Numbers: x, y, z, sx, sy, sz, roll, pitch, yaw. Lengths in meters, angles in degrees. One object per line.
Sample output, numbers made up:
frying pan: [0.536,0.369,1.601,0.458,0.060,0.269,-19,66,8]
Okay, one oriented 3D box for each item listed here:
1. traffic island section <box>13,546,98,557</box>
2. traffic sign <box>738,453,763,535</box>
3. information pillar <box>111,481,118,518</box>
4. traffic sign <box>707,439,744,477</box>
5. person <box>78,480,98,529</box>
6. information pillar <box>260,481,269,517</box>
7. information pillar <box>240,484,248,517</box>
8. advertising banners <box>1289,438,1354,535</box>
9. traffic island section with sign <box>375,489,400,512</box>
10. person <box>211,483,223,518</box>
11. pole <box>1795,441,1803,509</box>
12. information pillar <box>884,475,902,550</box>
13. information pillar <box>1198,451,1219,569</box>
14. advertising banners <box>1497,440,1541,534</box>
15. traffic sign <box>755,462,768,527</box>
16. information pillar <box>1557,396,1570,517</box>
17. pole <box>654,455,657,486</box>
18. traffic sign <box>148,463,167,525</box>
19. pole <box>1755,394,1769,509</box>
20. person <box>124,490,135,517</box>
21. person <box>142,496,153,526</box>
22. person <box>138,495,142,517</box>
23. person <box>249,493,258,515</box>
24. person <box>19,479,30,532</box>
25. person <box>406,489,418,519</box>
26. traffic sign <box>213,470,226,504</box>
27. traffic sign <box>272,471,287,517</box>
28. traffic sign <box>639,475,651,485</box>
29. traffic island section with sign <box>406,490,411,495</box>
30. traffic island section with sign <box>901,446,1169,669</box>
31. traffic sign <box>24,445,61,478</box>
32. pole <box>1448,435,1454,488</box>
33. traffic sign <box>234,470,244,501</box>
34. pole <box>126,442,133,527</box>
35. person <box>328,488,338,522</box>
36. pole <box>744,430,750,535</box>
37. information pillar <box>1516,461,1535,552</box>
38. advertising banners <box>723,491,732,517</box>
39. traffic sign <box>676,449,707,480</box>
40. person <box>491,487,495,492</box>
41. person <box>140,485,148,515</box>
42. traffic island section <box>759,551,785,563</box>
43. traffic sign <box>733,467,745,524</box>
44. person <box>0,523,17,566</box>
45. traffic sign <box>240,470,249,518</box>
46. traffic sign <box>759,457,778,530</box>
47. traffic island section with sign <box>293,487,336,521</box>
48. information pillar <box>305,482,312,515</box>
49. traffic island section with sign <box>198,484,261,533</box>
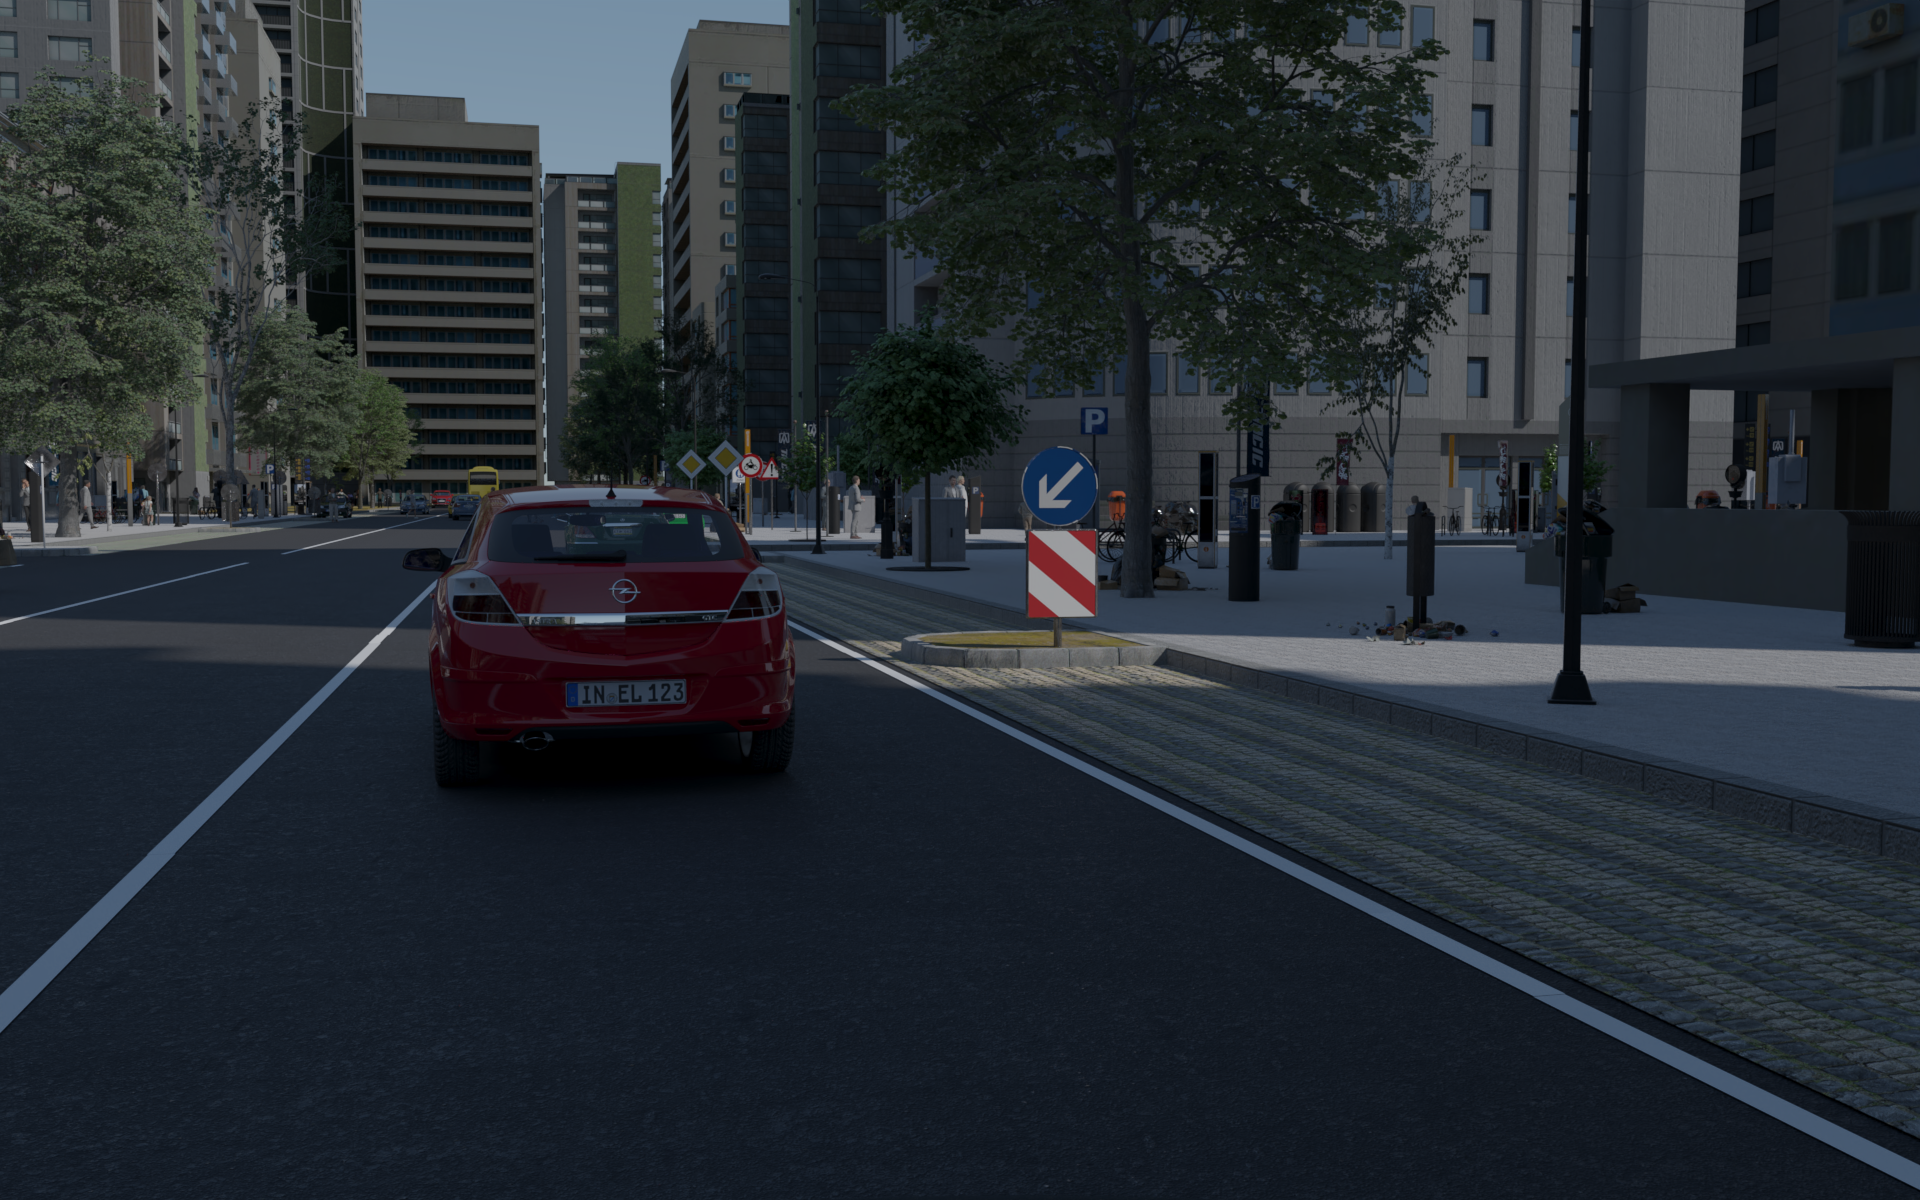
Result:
traffic island section: [-21.777,-1.153,41.132,2.009,0.180,2.903,-1,4,-14]
traffic sign: [-6.532,-3.301,54.075,0.768,2.556,0.104,-1,4,-12]
information pillar: [-45.967,-5.482,94.123,0.304,2.012,0.304,-2,4,-33]
traffic sign: [-4.974,-2.129,37.001,0.795,2.593,0.064,-1,4,-14]
person: [-31.964,-3.485,63.289,0.678,1.792,0.850,3,5,41]
information pillar: [-39.586,-5.756,98.596,0.304,2.012,0.304,2,4,26]
information pillar: [-41.000,-5.790,99.163,0.304,2.012,0.304,-3,4,-37]
advertising banners: [11.279,-3.556,54.324,2.074,3.025,0.090,0,4,4]
traffic island section with sign: [-46.225,-8.042,140.117,1.989,1.847,2.006,-1,4,-14]
person: [-40.611,-5.463,94.732,0.474,1.900,0.648,3,5,44]
pole: [31.963,-4.414,66.011,0.158,3.312,0.155,0,3,0]
information pillar: [-1.480,-2.063,38.224,0.304,2.012,0.304,1,4,18]
information pillar: [4.267,-1.547,29.778,0.304,2.012,0.304,1,4,19]
advertising banners: [18.209,-3.688,56.486,2.074,3.025,0.090,-2,4,-31]
traffic sign: [-7.746,-4.156,68.058,0.768,2.556,0.104,-1,4,-10]
information pillar: [13.323,-2.846,37.879,0.183,3.616,0.504,-3,4,-39]
pole: [-15.988,-5.939,90.953,0.158,3.312,0.155,0,3,0]
traffic sign: [-33.032,-4.354,71.298,0.768,2.556,0.104,0,4,-7]
pole: [16.423,-2.548,35.504,0.158,3.312,0.155,0,3,0]
person: [-42.733,-5.073,89.008,0.620,1.820,0.660,0,4,4]
person: [-32.447,-3.553,69.145,0.505,1.210,0.382,0,4,4]
person: [-44.930,-5.154,94.982,0.373,1.253,0.362,-2,4,-32]
person: [-43.714,-6.194,107.271,0.622,1.834,0.822,1,4,14]
person: [-31.694,-3.229,59.023,0.592,1.802,0.473,-1,4,-13]
person: [-32.035,-5.628,101.274,0.466,1.731,0.760,3,4,36]
traffic sign: [-39.043,-5.589,91.489,0.768,2.556,0.104,-1,4,-10]
traffic sign: [-37.552,-5.841,95.598,0.768,2.556,0.104,0,4,-7]
traffic sign: [-21.286,-7.160,117.175,0.768,2.556,0.104,0,4,-8]
traffic island section with sign: [-52.758,-9.642,166.272,1.989,1.847,2.006,-1,4,-14]
traffic island section with sign: [0.545,-0.397,15.112,1.989,1.847,2.006,-1,4,-14]
traffic sign: [-21.756,-2.378,41.070,0.795,2.593,0.064,-1,4,-14]
pole: [17.024,-4.049,60.051,0.158,3.312,0.155,0,3,0]
traffic sign: [-37.888,-5.538,90.647,0.768,2.556,0.104,-1,4,-11]
pole: [-32.764,-4.555,68.314,0.158,3.312,0.155,0,3,0]
person: [-31.725,-4.810,87.690,0.519,1.759,0.362,-3,4,-36]
pole: [-6.735,-3.735,54.910,0.158,3.312,0.155,0,3,0]
information pillar: [12.470,-2.062,38.208,0.304,2.012,0.304,2,4,29]
advertising banners: [-12.452,-5.966,93.730,0.090,3.025,2.074,-2,4,-25]
traffic sign: [-6.913,-2.603,44.749,0.795,2.593,0.064,-1,4,-14]
person: [-21.967,-4.454,81.749,0.534,1.772,0.576,1,4,21]
person: [-50.389,-6.158,106.749,0.660,1.820,0.620,-2,4,-30]
traffic island section: [-4.954,-0.906,37.089,2.009,0.180,2.903,-1,4,-14]
traffic sign: [-8.269,-3.856,65.167,0.606,2.300,0.079,-1,4,-14]
person: [-14.485,-1.055,25.727,0.713,1.824,0.794,1,4,19]
traffic sign: [-38.788,-5.715,93.439,0.884,2.594,0.081,-1,4,-13]
traffic sign: [-6.683,-3.762,61.518,0.884,2.594,0.081,-1,4,-13]
traffic island section with sign: [-34.019,-5.059,91.336,1.989,1.847,2.006,-1,4,-14]
information pillar: [-39.176,-6.098,104.197,0.304,2.012,0.304,0,4,-6]
traffic island section with sign: [-27.468,-3.459,65.186,1.989,1.847,2.006,-1,4,-14]
